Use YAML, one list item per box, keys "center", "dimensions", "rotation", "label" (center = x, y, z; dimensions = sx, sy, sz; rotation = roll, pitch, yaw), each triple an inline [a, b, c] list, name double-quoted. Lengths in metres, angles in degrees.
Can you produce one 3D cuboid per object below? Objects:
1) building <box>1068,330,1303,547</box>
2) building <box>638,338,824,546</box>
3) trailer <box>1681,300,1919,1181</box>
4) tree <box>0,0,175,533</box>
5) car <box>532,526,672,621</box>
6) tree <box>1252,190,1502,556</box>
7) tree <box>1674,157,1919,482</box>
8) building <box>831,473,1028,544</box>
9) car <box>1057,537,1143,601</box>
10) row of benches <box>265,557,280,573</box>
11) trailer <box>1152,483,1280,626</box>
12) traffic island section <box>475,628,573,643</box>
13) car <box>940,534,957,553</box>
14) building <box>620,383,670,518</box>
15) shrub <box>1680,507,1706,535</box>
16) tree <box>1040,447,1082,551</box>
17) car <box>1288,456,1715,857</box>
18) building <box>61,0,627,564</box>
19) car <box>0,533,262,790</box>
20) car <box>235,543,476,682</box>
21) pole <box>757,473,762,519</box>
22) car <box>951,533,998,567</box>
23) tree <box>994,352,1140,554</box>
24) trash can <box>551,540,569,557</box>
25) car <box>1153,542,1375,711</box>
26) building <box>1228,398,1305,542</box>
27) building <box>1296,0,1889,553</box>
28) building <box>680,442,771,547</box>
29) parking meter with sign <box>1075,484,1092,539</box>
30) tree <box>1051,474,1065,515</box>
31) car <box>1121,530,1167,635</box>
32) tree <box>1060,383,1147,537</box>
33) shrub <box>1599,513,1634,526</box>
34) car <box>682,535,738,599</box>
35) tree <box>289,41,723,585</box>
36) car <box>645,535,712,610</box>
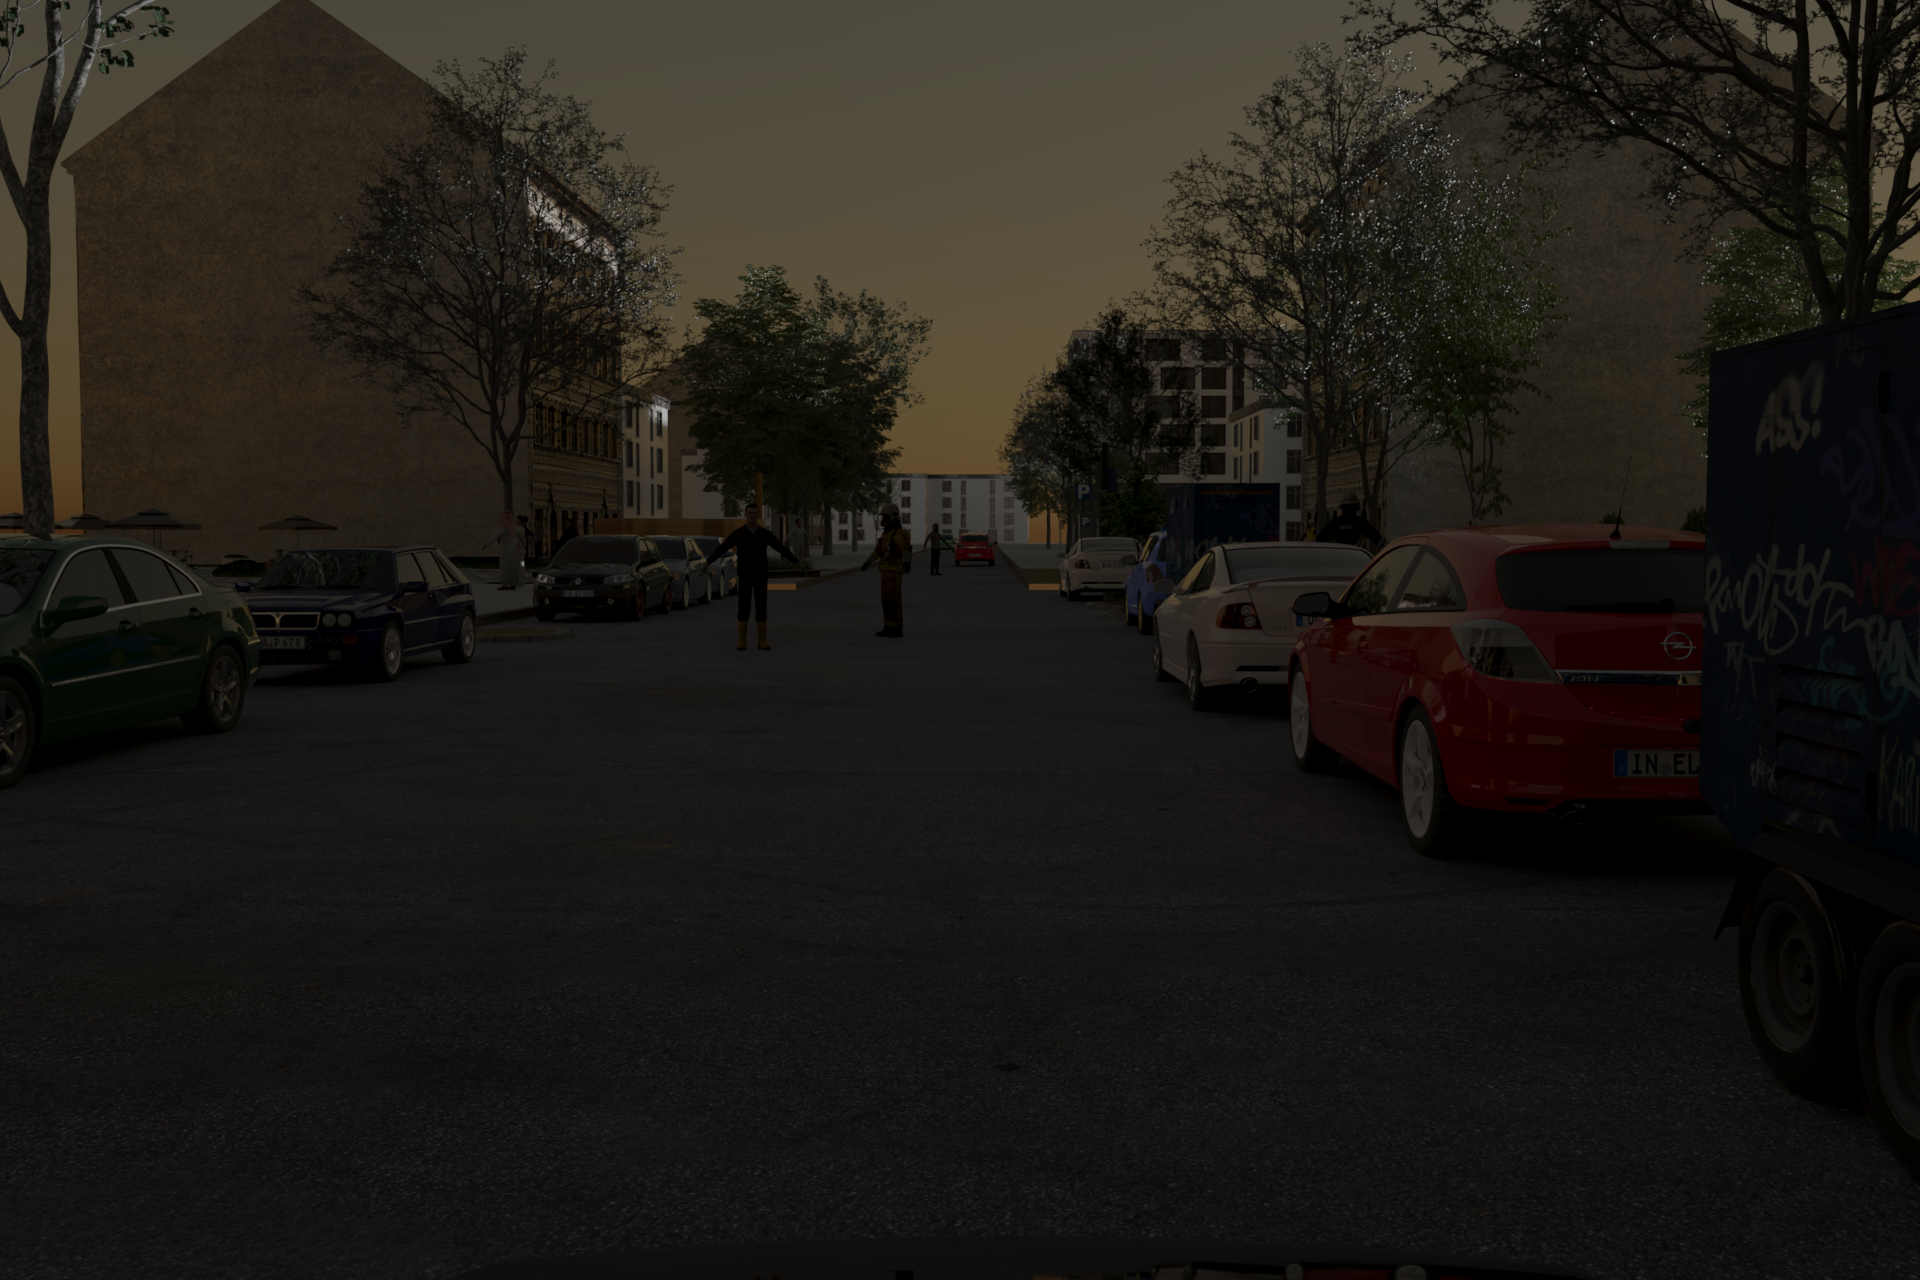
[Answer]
- center: [25.624, -21.137, 189.571]
  dimensions: [27.936, 21.610, 32.646]
  rotation: [0, 4, 1]
  label: "building"
- center: [-25.307, -22.241, 194.563]
  dimensions: [19.493, 23.208, 18.063]
  rotation: [0, 4, 1]
  label: "building"
- center: [2.827, 0.139, 4.784]
  dimensions: [1.471, 1.999, 3.904]
  rotation: [0, 4, 1]
  label: "trailer"
- center: [-13.246, -10.318, 24.594]
  dimensions: [12.611, 20.169, 13.585]
  rotation: [0, 3, 0]
  label: "tree"
- center: [-6.087, -1.220, 29.738]
  dimensions: [2.009, 1.686, 4.222]
  rotation: [0, 4, 1]
  label: "car"
- center: [12.729, -7.810, 53.443]
  dimensions: [9.928, 11.665, 9.643]
  rotation: [0, 3, 0]
  label: "tree"
- center: [25.646, -8.237, 52.803]
  dimensions: [7.486, 12.596, 7.792]
  rotation: [0, 3, 0]
  label: "tree"
- center: [-4.459, -18.031, 239.414]
  dimensions: [28.070, 9.664, 9.099]
  rotation: [0, 4, 2]
  label: "building"
- center: [3.215, -1.591, 38.377]
  dimensions: [2.083, 1.381, 4.827]
  rotation: [0, 4, 0]
  label: "car"
- center: [-17.504, -1.819, 45.204]
  dimensions: [1.422, 0.672, 4.104]
  rotation: [-2, 4, -30]
  label: "row of benches"
- center: [3.094, -0.869, 21.259]
  dimensions: [1.471, 1.999, 3.904]
  rotation: [0, 4, 0]
  label: "trailer"
- center: [-6.437, -0.059, 23.838]
  dimensions: [1.991, 0.108, 1.994]
  rotation: [0, 4, 2]
  label: "traffic island section"
- center: [-1.185, -7.680, 134.363]
  dimensions: [1.959, 1.807, 4.718]
  rotation: [0, 4, 1]
  label: "car"
- center: [-22.706, -10.188, 108.723]
  dimensions: [9.099, 9.664, 28.070]
  rotation: [0, 4, 1]
  label: "building"
- center: [19.894, -2.605, 46.631]
  dimensions: [1.661, 2.075, 1.752]
  rotation: [0, 3, 0]
  label: "shrub"
- center: [7.528, -11.097, 131.790]
  dimensions: [4.360, 8.622, 3.978]
  rotation: [0, 3, 0]
  label: "tree"
- center: [2.926, -0.008, 9.167]
  dimensions: [2.155, 1.783, 4.494]
  rotation: [0, 4, 0]
  label: "car"
- center: [-26.713, -15.211, 79.621]
  dimensions: [19.493, 23.208, 18.063]
  rotation: [0, 4, 1]
  label: "building"
- center: [-6.225, 0.039, 11.157]
  dimensions: [2.131, 1.459, 4.920]
  rotation: [0, 4, 1]
  label: "car"
- center: [-6.334, -0.331, 17.986]
  dimensions: [1.945, 1.354, 3.894]
  rotation: [0, 4, 1]
  label: "car"
- center: [-6.721, -3.928, 58.068]
  dimensions: [0.158, 3.312, 0.155]
  rotation: [0, 3, 0]
  label: "pole"
- center: [0.652, -4.212, 77.902]
  dimensions: [2.155, 1.783, 4.494]
  rotation: [0, 4, 0]
  label: "car"
- center: [7.265, -12.458, 114.053]
  dimensions: [12.009, 13.543, 11.850]
  rotation: [0, 3, 0]
  label: "tree"
- center: [-9.007, -1.720, 39.767]
  dimensions: [0.748, 1.137, 0.748]
  rotation: [0, 3, 0]
  label: "trash can"
- center: [2.814, -0.186, 15.403]
  dimensions: [2.083, 1.381, 4.827]
  rotation: [0, 4, 1]
  label: "car"
- center: [23.190, -10.098, 107.258]
  dimensions: [9.099, 9.664, 28.070]
  rotation: [0, 4, 0]
  label: "building"
- center: [25.933, -14.970, 75.681]
  dimensions: [19.493, 23.208, 18.063]
  rotation: [0, 4, 1]
  label: "building"
- center: [-23.085, -14.013, 171.263]
  dimensions: [9.099, 9.664, 28.070]
  rotation: [0, 4, 0]
  label: "building"
- center: [4.246, -3.843, 59.101]
  dimensions: [0.543, 3.016, 1.738]
  rotation: [0, 4, 1]
  label: "parking meter with sign"
- center: [16.542, -20.230, 241.137]
  dimensions: [12.009, 13.543, 11.850]
  rotation: [0, 3, 0]
  label: "tree"
- center: [3.407, -0.997, 25.897]
  dimensions: [1.945, 1.707, 3.694]
  rotation: [0, 4, 1]
  label: "car"
- center: [6.327, -8.062, 82.170]
  dimensions: [4.360, 8.622, 3.978]
  rotation: [0, 3, 0]
  label: "tree"
- center: [22.515, -3.416, 59.895]
  dimensions: [1.661, 2.075, 1.752]
  rotation: [0, 3, 0]
  label: "shrub"
- center: [-6.069, -1.681, 39.487]
  dimensions: [2.014, 1.417, 4.499]
  rotation: [0, 4, 0]
  label: "car"
- center: [-11.585, -8.173, 43.995]
  dimensions: [12.009, 13.543, 11.850]
  rotation: [0, 3, 0]
  label: "tree"
- center: [-6.000, -1.357, 34.183]
  dimensions: [2.014, 1.417, 4.499]
  rotation: [0, 4, 1]
  label: "car"
